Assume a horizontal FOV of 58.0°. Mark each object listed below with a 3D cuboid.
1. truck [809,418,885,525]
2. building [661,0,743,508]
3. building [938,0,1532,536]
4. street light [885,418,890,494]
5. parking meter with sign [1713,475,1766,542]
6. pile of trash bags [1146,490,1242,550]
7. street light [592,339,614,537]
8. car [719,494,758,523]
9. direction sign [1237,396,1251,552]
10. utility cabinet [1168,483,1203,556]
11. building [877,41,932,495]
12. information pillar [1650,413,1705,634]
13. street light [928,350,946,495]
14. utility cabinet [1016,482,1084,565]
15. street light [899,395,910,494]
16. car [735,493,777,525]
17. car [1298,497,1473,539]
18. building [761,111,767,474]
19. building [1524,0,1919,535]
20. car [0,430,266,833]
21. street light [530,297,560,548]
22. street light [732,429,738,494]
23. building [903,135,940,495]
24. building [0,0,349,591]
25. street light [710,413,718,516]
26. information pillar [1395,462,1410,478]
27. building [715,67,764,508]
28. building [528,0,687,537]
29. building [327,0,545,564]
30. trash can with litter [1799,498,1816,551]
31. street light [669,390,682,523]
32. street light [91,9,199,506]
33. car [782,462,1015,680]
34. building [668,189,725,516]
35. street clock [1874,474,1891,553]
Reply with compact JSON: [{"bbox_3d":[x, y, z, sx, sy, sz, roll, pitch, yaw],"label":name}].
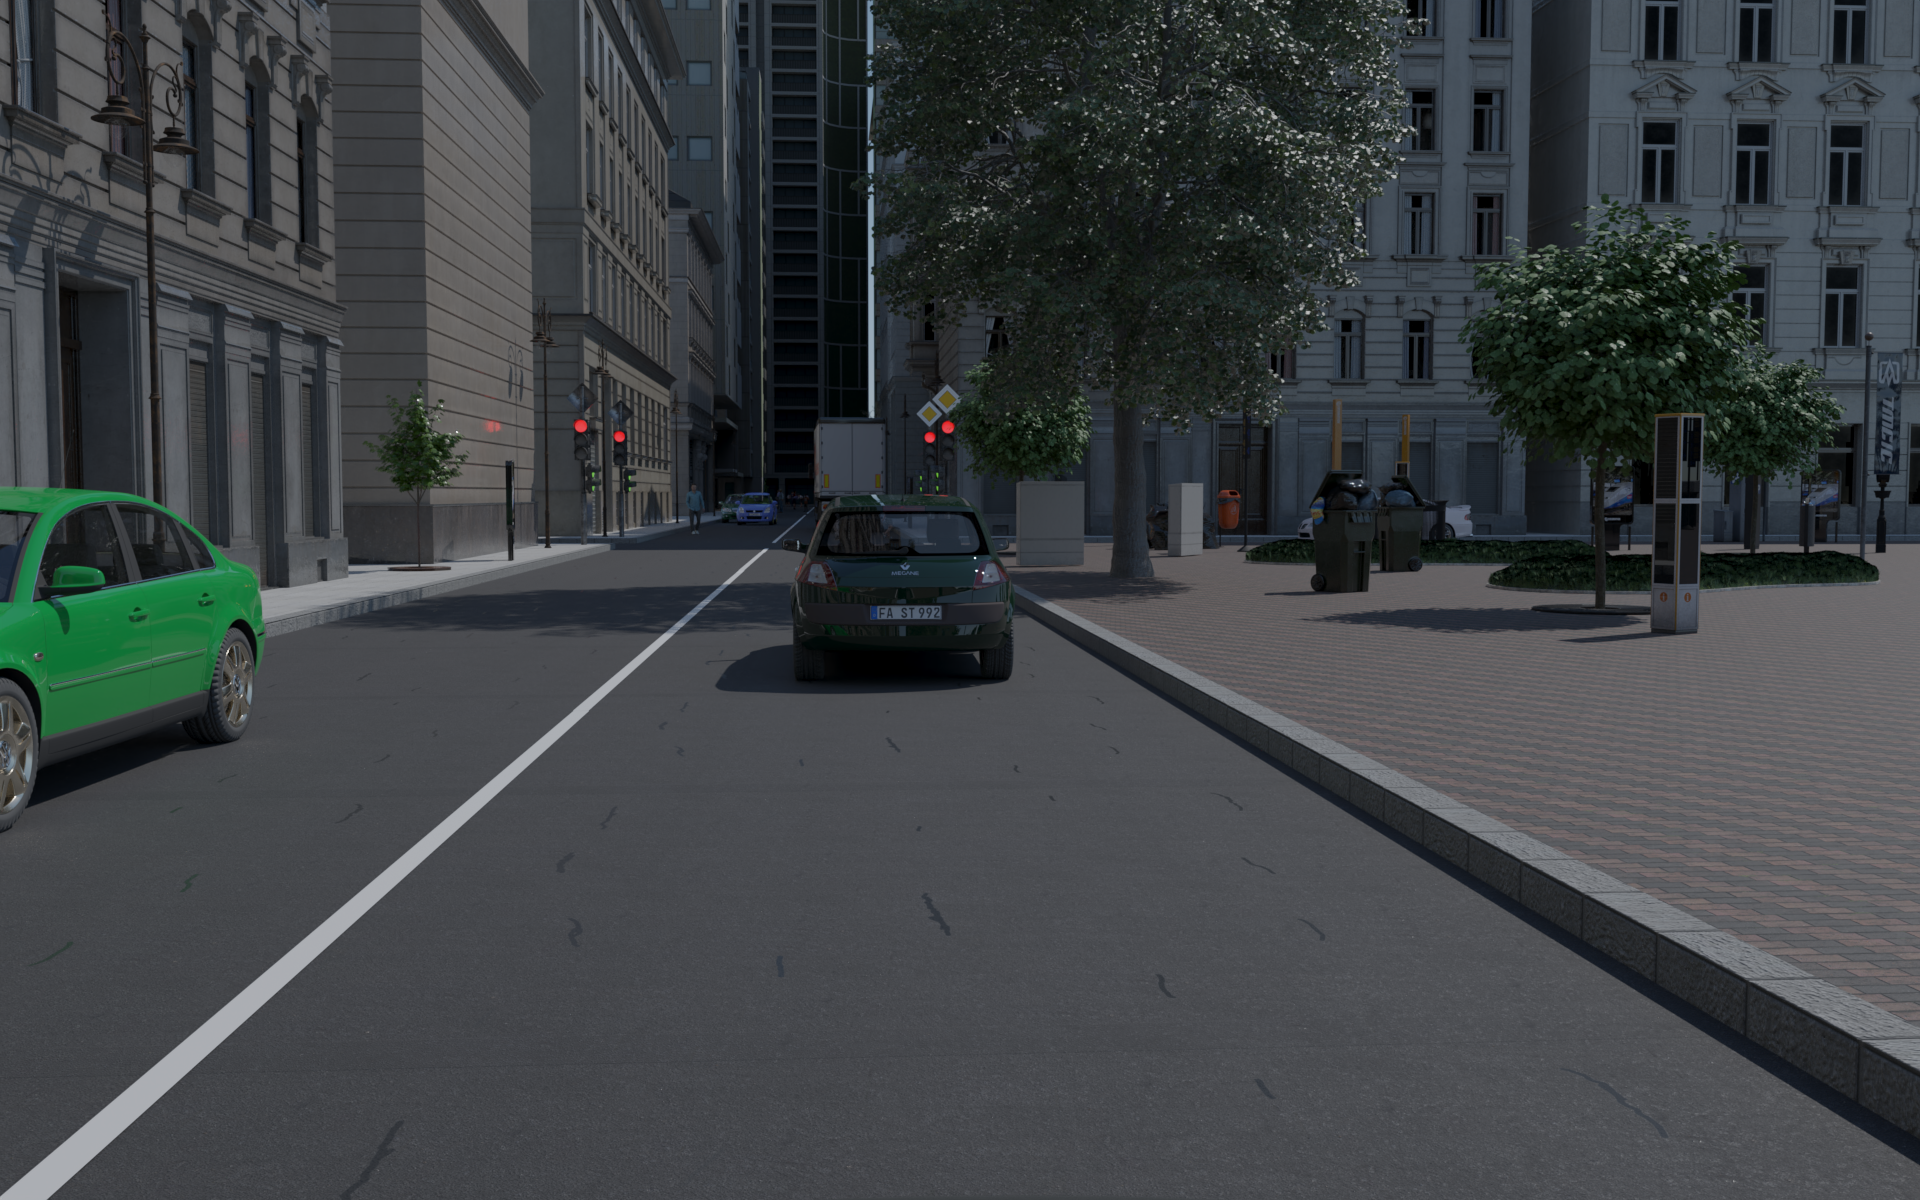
[{"bbox_3d":[-4.541,-4.906,69.130,2.839,4.237,11.283,0,4,-6],"label":"truck"},{"bbox_3d":[-31.585,-33.583,138.318,28.713,52.752,27.495,0,4,-4],"label":"building"},{"bbox_3d":[8.414,-12.735,57.376,18.267,20.994,9.793,0,4,-4],"label":"building"},{"bbox_3d":[-4.356,-7.974,103.166,0.468,5.910,1.993,0,4,-4],"label":"street light"},{"bbox_3d":[21.009,-3.070,46.451,1.738,3.016,0.543,-2,4,-25],"label":"parking meter with sign"},{"bbox_3d":[5.367,-1.912,41.015,3.447,1.369,1.912,-3,4,-38],"label":"pile of trash bags"},{"bbox_3d":[-10.651,-4.832,51.787,0.468,5.910,1.993,0,4,-4],"label":"street light"},{"bbox_3d":[-11.009,-4.600,87.013,2.131,1.459,4.920,0,4,-5],"label":"car"},{"bbox_3d":[6.348,-2.838,38.400,0.379,3.537,0.876,0,4,-1],"label":"direction sign"},{"bbox_3d":[4.656,-1.660,35.817,0.318,1.500,1.173,2,4,30],"label":"utility cabinet"},{"bbox_3d":[0.626,-20.488,112.469,11.434,29.767,29.804,0,4,-4],"label":"building"},{"bbox_3d":[6.604,-0.701,15.954,0.304,2.012,0.304,-2,4,-25],"label":"information pillar"},{"bbox_3d":[-0.744,-5.074,55.753,0.468,5.910,1.993,0,4,-4],"label":"street light"},{"bbox_3d":[1.606,-1.359,30.895,1.173,1.500,0.318,-1,4,-12],"label":"utility cabinet"},{"bbox_3d":[-2.517,-6.524,79.462,0.468,5.910,1.993,0,4,-4],"label":"street light"},{"bbox_3d":[-9.448,-4.347,80.658,1.945,1.707,3.694,0,4,-3],"label":"car"},{"bbox_3d":[11.865,-2.206,48.429,4.827,1.381,2.083,0,4,-6],"label":"car"},{"bbox_3d":[-36.688,-34.826,189.021,30.456,49.044,23.786,0,4,-4],"label":"building"},{"bbox_3d":[40.047,-17.490,62.383,44.131,29.872,17.030,0,4,-4],"label":"building"},{"bbox_3d":[-4.979,0.012,8.608,1.959,1.807,4.718,0,4,-3],"label":"car"},{"bbox_3d":[-9.776,-4.166,40.907,0.468,5.910,1.993,0,4,-4],"label":"street light"},{"bbox_3d":[-16.030,-9.204,123.273,0.468,5.910,1.993,0,4,-4],"label":"street light"},{"bbox_3d":[4.633,-15.997,80.630,14.460,24.649,34.723,0,4,-4],"label":"building"},{"bbox_3d":[-13.383,-10.248,16.700,9.793,20.994,18.267,0,4,-4],"label":"building"},{"bbox_3d":[-14.147,-7.754,99.572,0.468,5.910,1.993,0,4,-4],"label":"street light"},{"bbox_3d":[10.050,-2.134,39.389,0.304,2.012,0.304,1,4,17],"label":"information pillar"},{"bbox_3d":[-25.639,-29.182,160.715,14.154,41.232,14.086,0,4,-4],"label":"building"},{"bbox_3d":[-19.596,-14.194,65.364,16.112,22.955,30.059,0,4,-4],"label":"building"},{"bbox_3d":[-22.146,-14.584,35.719,25.104,27.353,12.463,0,4,-4],"label":"building"},{"bbox_3d":[15.527,-1.248,31.457,1.678,1.210,2.233,2,4,29],"label":"trash can with litter"},{"bbox_3d":[-12.410,-6.304,75.859,0.468,5.910,1.993,0,4,-4],"label":"street light"},{"bbox_3d":[-8.014,-2.716,17.197,0.468,5.910,1.993,0,4,-4],"label":"street light"},{"bbox_3d":[-0.531,-0.304,14.752,2.009,1.686,4.222,0,4,-4],"label":"car"},{"bbox_3d":[-20.173,-15.294,100.970,10.553,20.767,40.483,0,4,-4],"label":"building"},{"bbox_3d":[20.133,-2.033,37.815,0.358,2.002,0.471,1,4,22],"label":"street clock"}]
